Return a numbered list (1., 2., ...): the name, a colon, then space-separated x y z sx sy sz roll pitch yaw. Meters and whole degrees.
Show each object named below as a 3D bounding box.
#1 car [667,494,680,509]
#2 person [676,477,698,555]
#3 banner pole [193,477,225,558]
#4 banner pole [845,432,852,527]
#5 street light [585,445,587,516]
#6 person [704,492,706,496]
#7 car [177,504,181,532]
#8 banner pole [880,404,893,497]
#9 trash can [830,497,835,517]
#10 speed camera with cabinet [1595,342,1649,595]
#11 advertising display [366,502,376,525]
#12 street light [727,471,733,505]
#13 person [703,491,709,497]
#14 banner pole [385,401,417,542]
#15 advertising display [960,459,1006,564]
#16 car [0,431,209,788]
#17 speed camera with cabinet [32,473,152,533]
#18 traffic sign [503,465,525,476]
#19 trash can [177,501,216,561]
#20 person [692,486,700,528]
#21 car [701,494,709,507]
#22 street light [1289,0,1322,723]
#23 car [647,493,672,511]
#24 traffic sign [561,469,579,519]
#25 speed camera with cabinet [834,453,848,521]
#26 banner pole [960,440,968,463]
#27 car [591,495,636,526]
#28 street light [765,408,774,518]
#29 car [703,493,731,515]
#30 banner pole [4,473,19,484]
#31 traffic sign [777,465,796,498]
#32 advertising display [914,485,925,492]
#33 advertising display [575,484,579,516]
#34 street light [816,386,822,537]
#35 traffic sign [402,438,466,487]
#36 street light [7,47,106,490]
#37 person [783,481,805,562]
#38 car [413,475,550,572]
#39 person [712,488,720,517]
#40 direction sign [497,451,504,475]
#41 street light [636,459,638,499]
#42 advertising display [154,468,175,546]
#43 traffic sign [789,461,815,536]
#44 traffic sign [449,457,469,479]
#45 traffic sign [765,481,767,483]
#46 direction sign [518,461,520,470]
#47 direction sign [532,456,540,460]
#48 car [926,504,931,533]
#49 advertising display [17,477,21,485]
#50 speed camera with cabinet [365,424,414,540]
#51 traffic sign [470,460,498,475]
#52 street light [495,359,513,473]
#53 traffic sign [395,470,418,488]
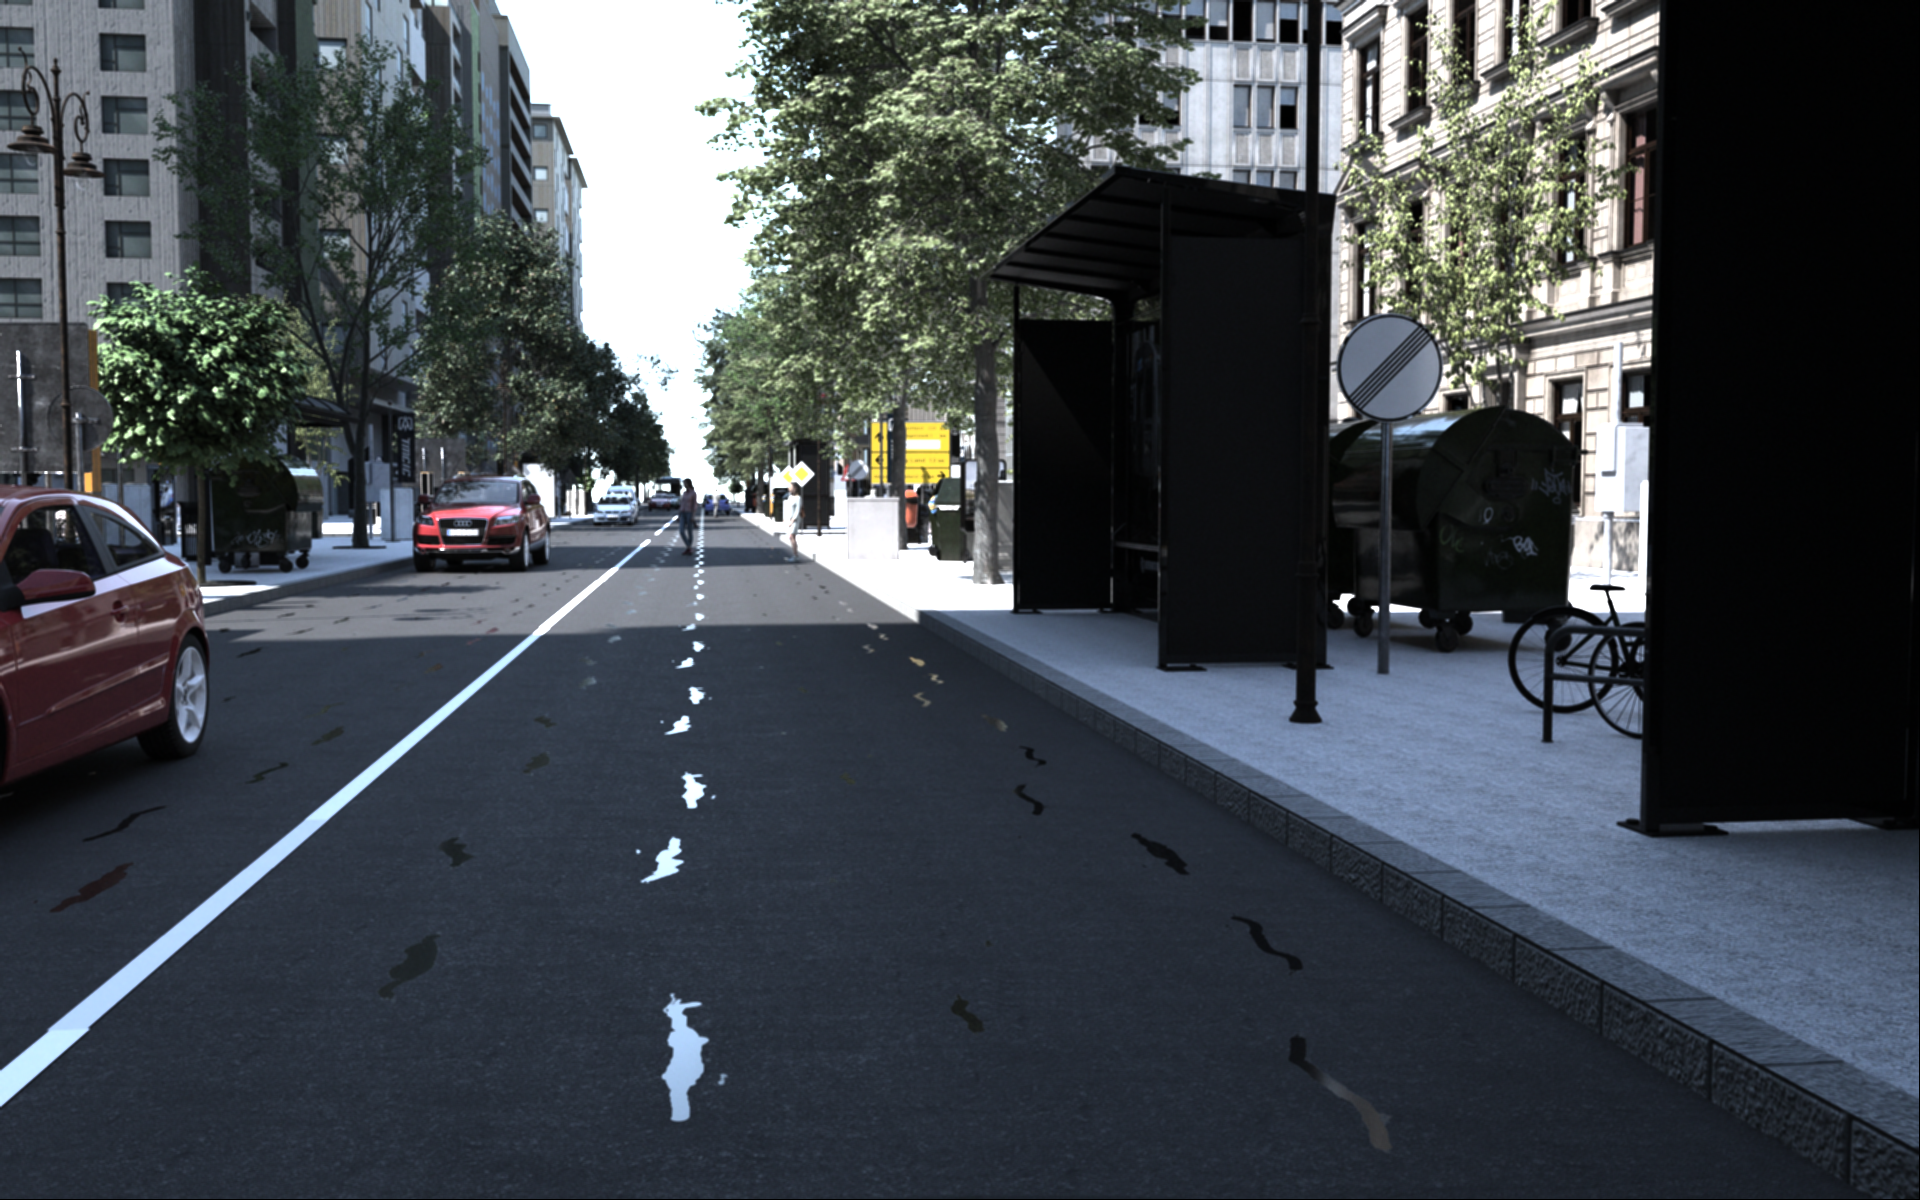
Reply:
1. car: -27.369 -9.224 162.603 2.131 1.459 4.920 -1 4 -9
2. person: -6.445 -1.977 40.827 0.555 1.821 0.388 1 4 23
3. banner pole: -14.914 -2.718 34.458 0.401 3.779 0.863 2 4 25
4. banner pole: -4.312 -4.783 68.219 0.401 3.779 0.863 0 4 4
5. street light: -21.913 -7.860 101.302 0.468 5.910 1.993 -1 4 -8
6. person: -35.956 -14.390 244.687 0.541 1.710 0.530 1 4 15
7. car: -26.620 -2.523 53.614 4.827 1.381 2.083 0 4 -8
8. banner pole: -1.921 -3.507 47.358 0.863 3.779 0.401 0 4 4
9. trash can: -7.548 -5.514 101.804 0.748 1.137 0.748 0 3 0
10. speed camera with cabinet: 8.882 -1.692 22.008 0.660 3.252 2.038 -1 4 -10
11. advertising display: -24.396 -4.067 71.709 0.974 1.923 0.123 -1 4 -16
12. street light: -27.586 -14.486 209.630 0.468 5.910 1.993 -1 4 -8
13. person: -35.828 -14.528 245.665 1.348 1.869 0.705 -1 4 -15
14. banner pole: -15.036 -3.457 46.532 0.863 3.779 0.401 -2 4 -24
15. advertising display: 0.434 -1.639 32.007 0.974 1.923 0.123 -3 4 -36
16. car: -4.897 0.070 7.902 2.155 1.783 4.494 0 4 -7
17. speed camera with cabinet: -14.414 -2.097 28.624 0.660 3.252 2.038 2 4 24
18. traffic sign: -15.209 -3.387 59.027 0.795 2.450 0.064 -1 4 -8
19. trash can: -14.664 -1.326 33.334 0.748 1.137 0.748 0 3 0
20. person: -11.232 -3.923 73.043 0.661 1.777 0.834 3 4 36
21. car: -27.303 -10.889 189.835 2.131 1.459 4.920 -1 4 -10
22. street light: 1.949 -2.251 9.592 0.468 5.910 1.993 -1 4 -8
23. car: -25.601 -8.467 147.483 2.155 1.783 4.494 -1 4 -10
24. traffic sign: -19.928 -5.413 88.506 0.884 2.594 0.081 0 4 -4
25. speed camera with cabinet: -5.726 -5.441 83.297 0.660 3.252 2.038 0 4 -4
26. banner pole: 0.167 -5.544 80.657 0.401 3.779 0.863 -2 4 -33
27. car: -15.789 -4.104 79.098 2.014 1.417 4.499 -1 4 -9
28. street light: -10.210 -7.329 92.612 0.468 5.910 1.993 -1 4 -8
29. car: -16.826 -6.755 120.042 1.945 1.707 3.694 -1 4 -8
30. banner pole: -16.721 -2.486 30.666 0.863 3.779 0.401 1 4 21
31. traffic sign: -5.962 -3.470 60.370 0.795 2.450 0.064 -1 4 -8
32. advertising display: -2.347 -5.634 97.326 0.123 1.923 0.974 -2 4 -25
33. advertising display: -22.536 -5.912 101.882 0.123 1.923 0.974 -1 4 -17
34. street light: -4.206 -4.821 51.615 0.468 5.910 1.993 -1 4 -8
35. traffic sign: -19.103 -4.220 62.875 2.265 3.308 0.079 0 4 -7
36. street light: -9.581 -2.797 18.524 0.468 5.910 1.993 -1 4 -8
37. person: -3.547 -1.679 36.953 0.522 1.701 0.512 -3 4 -38
38. car: -9.253 -1.535 33.777 2.281 1.827 5.304 0 4 -6
39. person: -15.074 -6.044 107.526 0.606 1.804 0.583 2 4 25
40. direction sign: -23.326 -5.898 88.434 0.876 3.537 0.379 3 4 38
41. street light: -33.004 -12.472 176.712 0.468 5.910 1.993 -1 4 -8
42. advertising display: -19.819 -2.322 43.173 0.123 1.923 0.974 0 4 -4
43. traffic sign: -4.794 -2.986 52.470 0.795 2.450 0.064 -1 4 -8
44. traffic sign: -17.721 -3.762 61.518 0.884 2.594 0.081 0 4 1
45. traffic sign: -15.186 -8.058 133.874 0.606 2.300 0.079 0 4 1
46. direction sign: -24.788 -6.428 97.103 0.379 3.537 0.876 1 4 12
47. direction sign: -19.885 -5.512 82.116 0.379 3.537 0.876 3 5 43
48. car: -0.339 -2.796 58.077 4.827 1.381 2.083 0 4 -7
49. advertising display: -25.125 -2.549 46.885 0.974 1.923 0.123 1 4 21
50. speed camera with cabinet: -16.076 -3.326 48.710 0.660 3.252 2.038 -3 5 -42
51. traffic sign: -14.041 -2.904 51.128 0.795 2.450 0.064 -1 4 -8
52. street light: -15.616 -5.300 59.451 0.468 5.910 1.993 -1 4 -8
53. traffic sign: -19.350 -3.633 60.591 0.795 2.450 0.064 0 4 1
